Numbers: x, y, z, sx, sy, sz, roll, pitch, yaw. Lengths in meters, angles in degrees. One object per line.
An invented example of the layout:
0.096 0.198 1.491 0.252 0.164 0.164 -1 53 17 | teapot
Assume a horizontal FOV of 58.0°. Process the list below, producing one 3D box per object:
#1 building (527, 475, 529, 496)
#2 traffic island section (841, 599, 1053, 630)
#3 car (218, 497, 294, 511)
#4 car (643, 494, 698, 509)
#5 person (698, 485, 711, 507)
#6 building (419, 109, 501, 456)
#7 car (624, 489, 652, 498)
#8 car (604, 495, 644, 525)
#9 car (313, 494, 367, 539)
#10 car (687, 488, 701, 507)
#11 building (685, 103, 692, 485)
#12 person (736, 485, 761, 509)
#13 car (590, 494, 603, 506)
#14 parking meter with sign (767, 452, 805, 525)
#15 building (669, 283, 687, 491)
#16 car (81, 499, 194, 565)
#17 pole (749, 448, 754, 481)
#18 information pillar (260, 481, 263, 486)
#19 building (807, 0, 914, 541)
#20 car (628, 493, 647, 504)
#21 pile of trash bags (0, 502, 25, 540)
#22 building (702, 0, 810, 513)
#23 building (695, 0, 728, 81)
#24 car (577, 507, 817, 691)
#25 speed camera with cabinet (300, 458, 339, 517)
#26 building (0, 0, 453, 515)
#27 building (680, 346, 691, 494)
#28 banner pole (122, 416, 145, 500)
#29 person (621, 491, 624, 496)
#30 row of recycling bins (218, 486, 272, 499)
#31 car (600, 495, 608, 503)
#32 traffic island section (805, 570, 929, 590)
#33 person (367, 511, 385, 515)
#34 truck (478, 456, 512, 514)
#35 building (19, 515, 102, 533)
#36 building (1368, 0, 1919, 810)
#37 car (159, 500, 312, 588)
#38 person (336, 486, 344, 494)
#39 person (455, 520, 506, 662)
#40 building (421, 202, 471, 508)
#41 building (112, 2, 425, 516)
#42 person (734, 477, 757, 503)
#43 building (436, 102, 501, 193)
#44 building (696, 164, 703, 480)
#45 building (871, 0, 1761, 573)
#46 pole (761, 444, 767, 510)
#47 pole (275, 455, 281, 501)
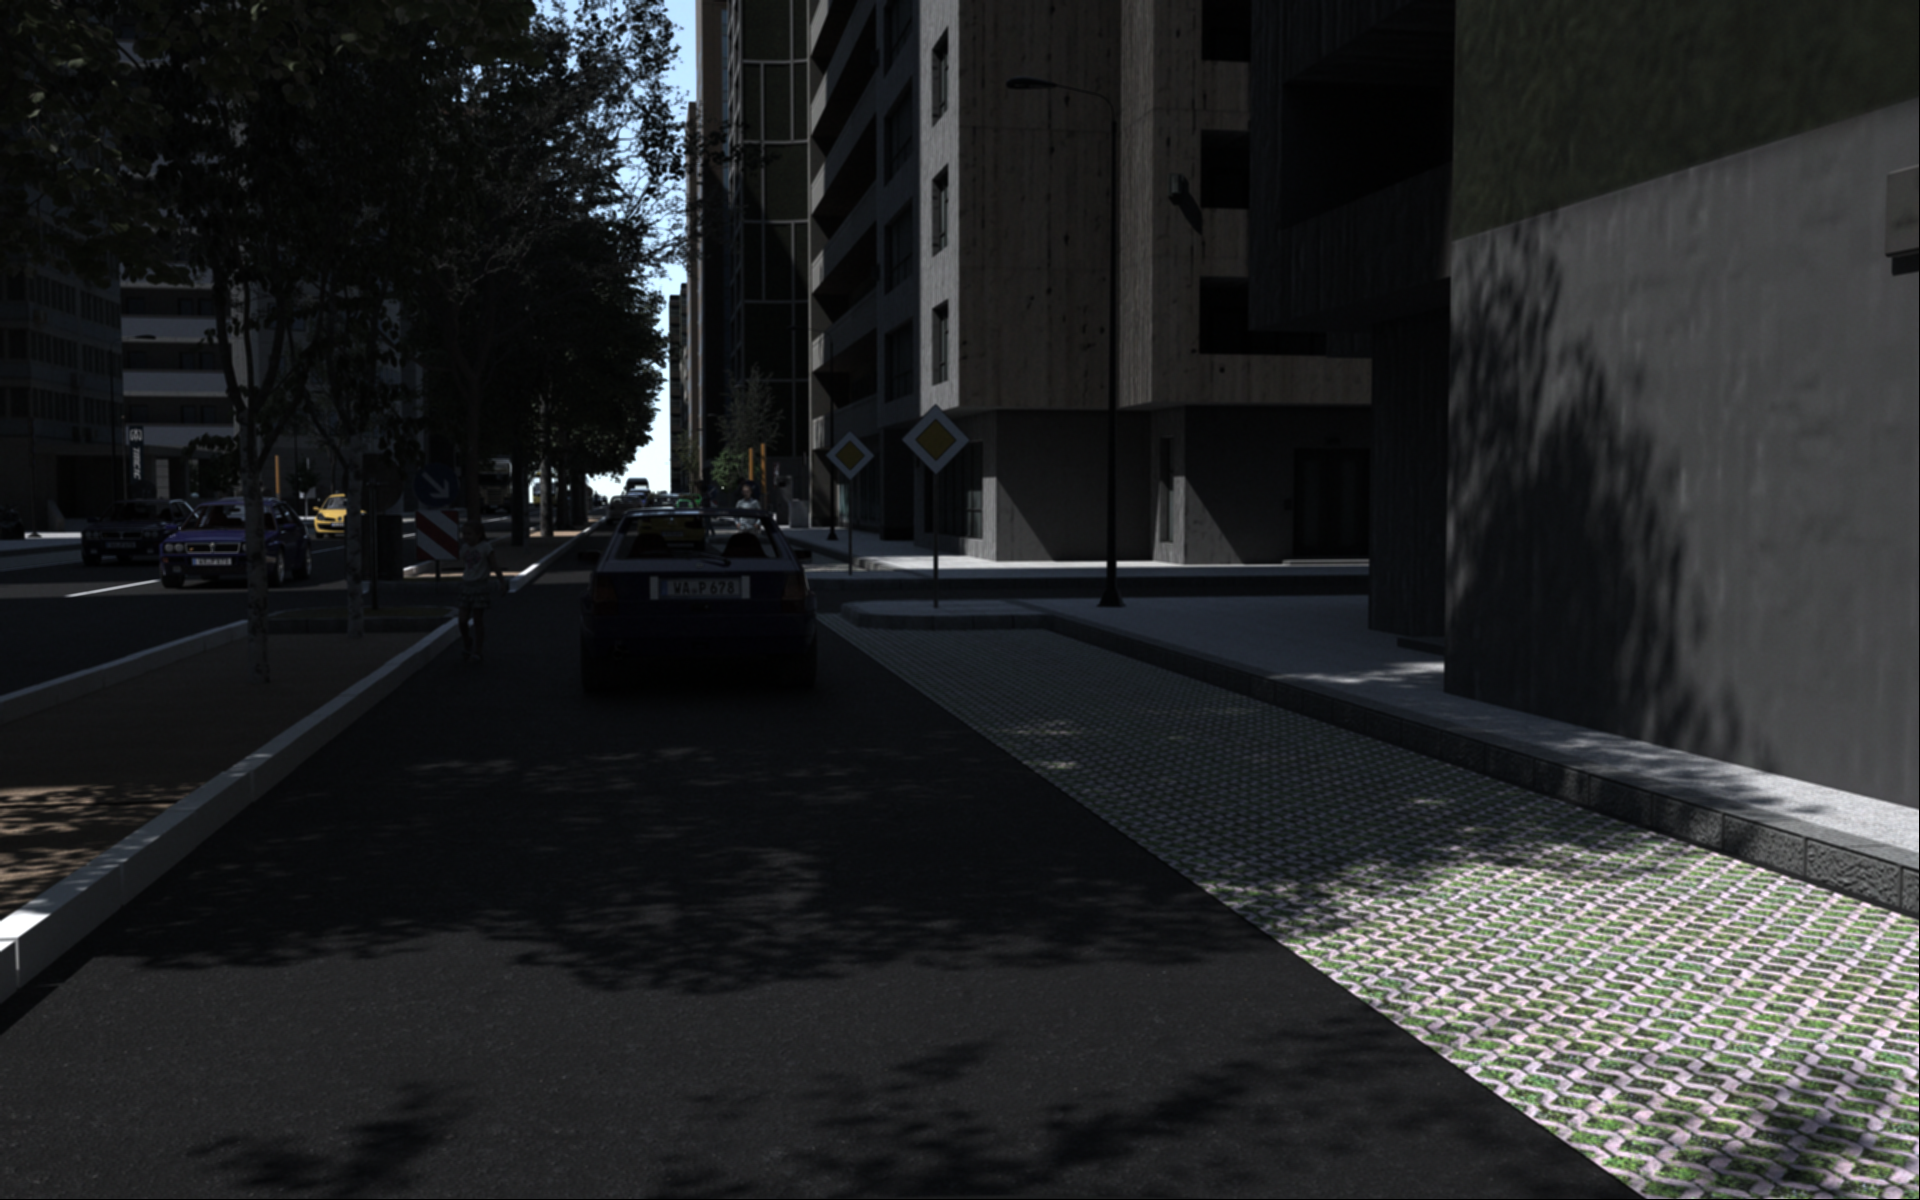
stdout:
-66.817 -28.459 237.006 14.160 30.474 14.107 -1 4 -10 | building
-0.254 0.167 19.553 2.009 0.180 2.903 -1 4 -10 | traffic island section
-18.093 -1.925 43.837 2.083 1.381 4.827 -1 4 -9 | car
-7.559 -2.140 45.218 2.015 1.641 3.980 -1 4 -11 | car
-8.283 -2.899 56.743 0.643 1.720 0.563 -1 4 -19 | person
-62.741 -32.860 191.883 22.147 44.769 28.867 -1 4 -10 | building
-23.143 -7.134 125.309 2.281 1.827 5.304 -1 4 -11 | car
-15.931 -4.301 82.689 2.083 1.381 4.827 -1 4 -10 | car
-20.194 -2.871 57.162 2.015 1.641 3.980 -1 4 -12 | car
-17.550 -6.334 112.357 1.959 1.807 4.718 -1 4 -12 | car
-23.600 -33.338 195.190 14.600 45.320 14.200 -1 4 -10 | building
-3.929 -1.333 32.099 0.589 1.601 0.330 1 4 15 | person
-44.257 -12.228 209.716 2.009 1.686 4.222 -1 4 -10 | car
-7.285 -4.614 71.694 1.738 3.016 0.543 0 4 -3 | parking meter with sign
-35.095 -29.348 251.541 14.160 30.474 14.107 -1 4 -10 | building
-16.996 -1.439 36.116 1.945 1.354 3.894 -1 4 -12 | car
-9.259 -5.084 76.964 0.158 3.312 0.155 0 3 0 | pole
-38.475 -5.540 95.078 0.304 2.012 0.304 1 4 9 | information pillar
6.468 -26.586 58.383 21.300 48.544 21.600 -1 4 -10 | building
-21.848 -6.563 116.889 1.945 1.707 3.694 -1 4 -11 | car
-28.044 -2.351 48.189 3.447 1.369 1.912 -3 4 -39 | pile of trash bags
-8.029 -41.936 123.905 20.563 71.187 20.611 -1 4 -10 | building
-14.271 -30.072 141.791 14.600 45.320 14.200 -1 4 -10 | building
-2.136 -0.090 14.059 1.945 1.354 3.894 -1 4 -9 | car
-35.657 -6.242 96.400 2.038 3.252 0.660 -3 5 -45 | speed camera with cabinet
-56.949 -27.044 134.058 32.217 40.220 23.993 -1 4 -10 | building
-20.899 -22.829 218.293 27.650 21.520 28.899 -1 4 -10 | building
-26.536 -4.007 55.531 0.863 3.779 0.401 0 4 2 | banner pole
-32.130 -9.526 165.194 0.436 1.711 0.756 0 4 4 | person
-37.866 -5.106 90.603 3.534 1.692 1.069 -1 4 -17 | row of recycling bins
-50.794 -14.232 245.277 1.945 1.354 3.894 -1 4 -12 | car
-1.713 -0.313 27.404 2.009 0.180 2.903 -1 4 -10 | traffic island section
-10.397 -1.361 30.933 0.473 1.802 0.592 0 4 2 | person
-34.235 -8.536 128.480 2.839 4.237 11.283 -1 4 -11 | truck
-45.346 -22.656 62.309 32.217 40.220 23.993 -1 4 -10 | building
9.644 -14.795 13.598 14.160 30.474 14.107 -1 4 -10 | building
-11.575 -0.931 27.799 1.945 1.354 3.894 -1 4 -11 | car
-28.809 -4.405 80.620 0.635 1.810 0.391 -1 4 -19 | person
-4.106 -0.085 14.898 0.505 1.210 0.382 1 4 15 | person
-51.548 -23.458 155.236 14.160 30.474 14.107 -1 4 -10 | building
-46.757 -34.672 108.888 21.231 58.520 28.212 -1 4 -10 | building
-5.237 -2.100 42.636 0.655 1.846 0.447 -2 4 -28 | person
-66.723 -36.266 216.647 21.300 48.544 21.600 -1 4 -10 | building
-13.472 -31.143 163.816 22.147 44.769 28.867 -1 4 -10 | building
5.972 -16.175 36.163 14.107 30.474 14.160 -1 4 -10 | building
-7.933 -4.659 70.018 0.158 3.312 0.155 0 3 0 | pole
-35.942 -5.960 91.290 0.158 3.312 0.155 0 3 0 | pole
